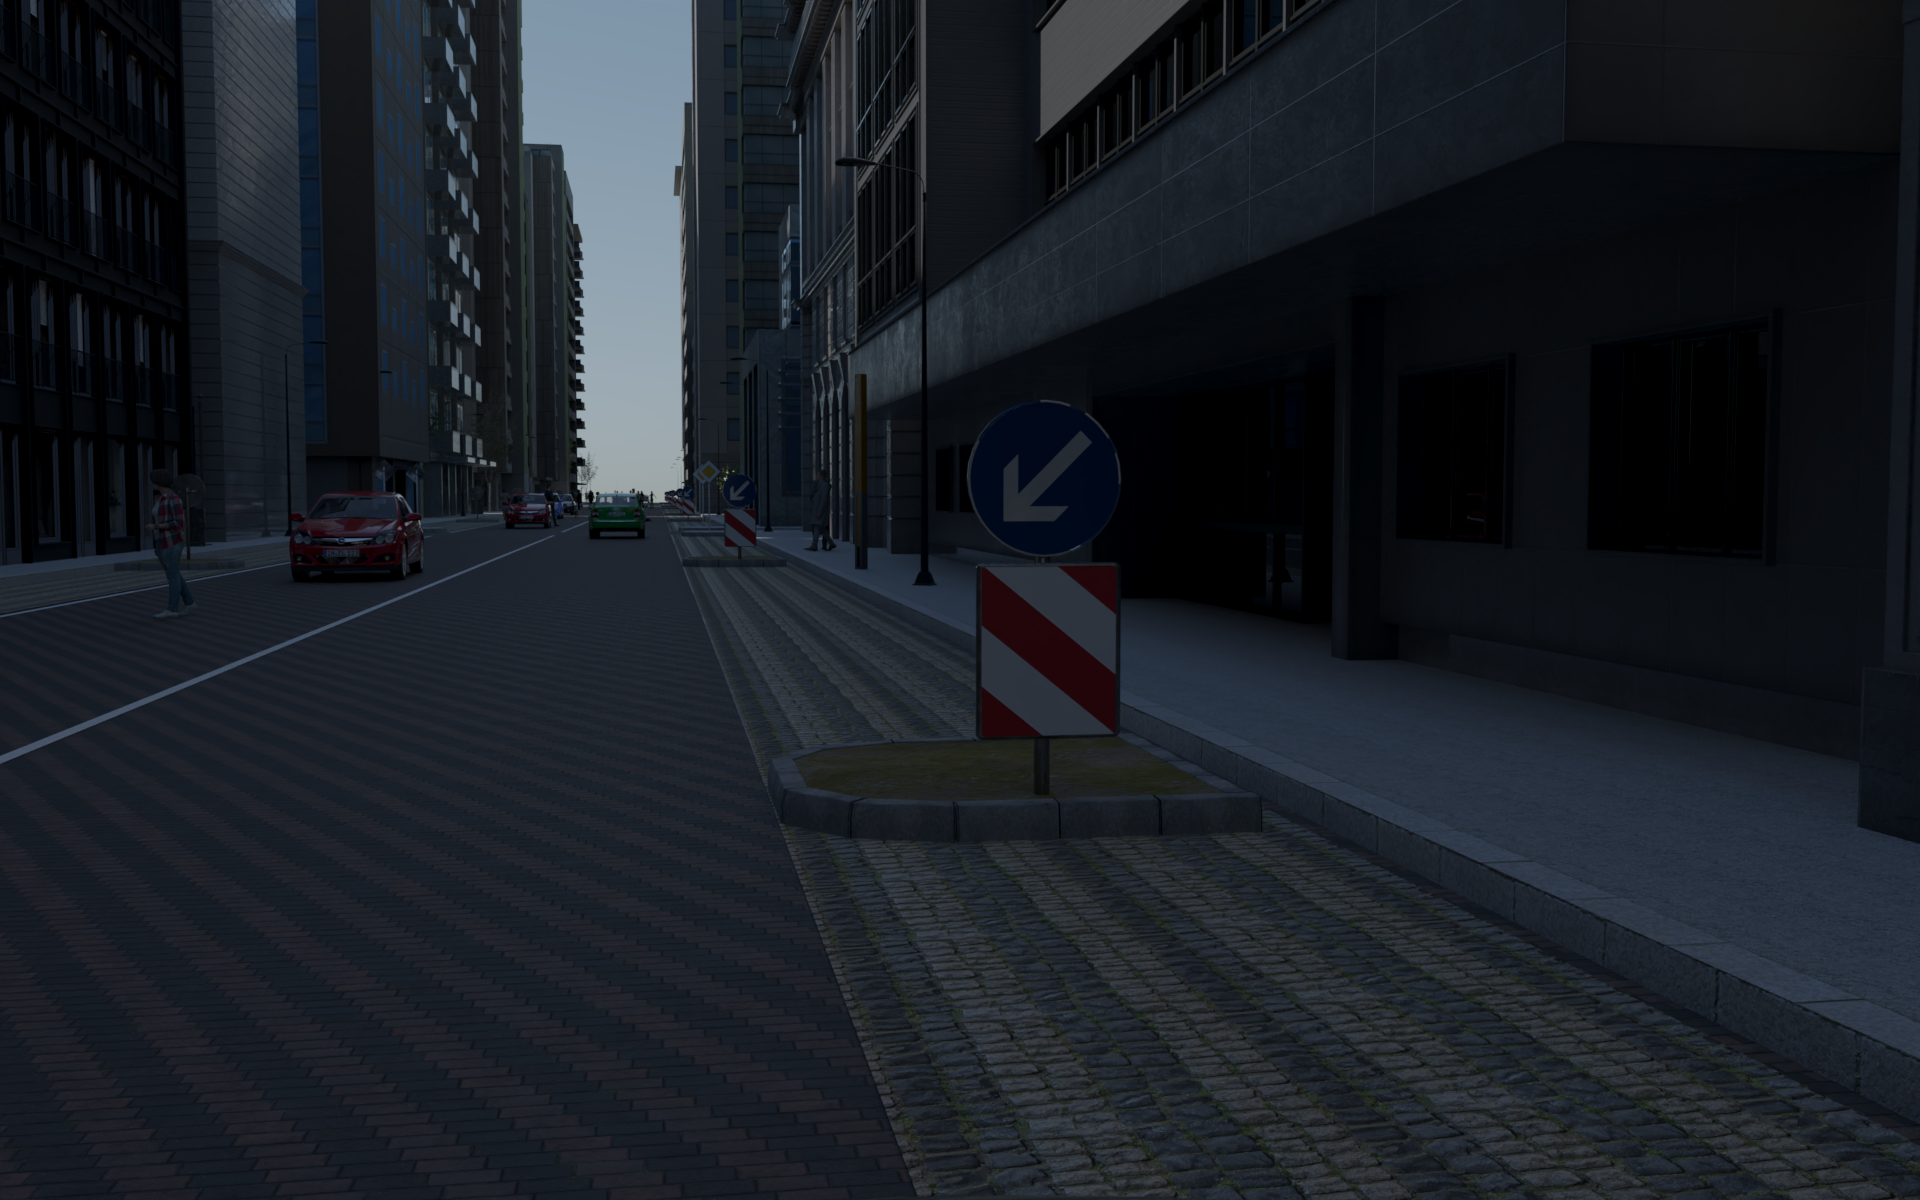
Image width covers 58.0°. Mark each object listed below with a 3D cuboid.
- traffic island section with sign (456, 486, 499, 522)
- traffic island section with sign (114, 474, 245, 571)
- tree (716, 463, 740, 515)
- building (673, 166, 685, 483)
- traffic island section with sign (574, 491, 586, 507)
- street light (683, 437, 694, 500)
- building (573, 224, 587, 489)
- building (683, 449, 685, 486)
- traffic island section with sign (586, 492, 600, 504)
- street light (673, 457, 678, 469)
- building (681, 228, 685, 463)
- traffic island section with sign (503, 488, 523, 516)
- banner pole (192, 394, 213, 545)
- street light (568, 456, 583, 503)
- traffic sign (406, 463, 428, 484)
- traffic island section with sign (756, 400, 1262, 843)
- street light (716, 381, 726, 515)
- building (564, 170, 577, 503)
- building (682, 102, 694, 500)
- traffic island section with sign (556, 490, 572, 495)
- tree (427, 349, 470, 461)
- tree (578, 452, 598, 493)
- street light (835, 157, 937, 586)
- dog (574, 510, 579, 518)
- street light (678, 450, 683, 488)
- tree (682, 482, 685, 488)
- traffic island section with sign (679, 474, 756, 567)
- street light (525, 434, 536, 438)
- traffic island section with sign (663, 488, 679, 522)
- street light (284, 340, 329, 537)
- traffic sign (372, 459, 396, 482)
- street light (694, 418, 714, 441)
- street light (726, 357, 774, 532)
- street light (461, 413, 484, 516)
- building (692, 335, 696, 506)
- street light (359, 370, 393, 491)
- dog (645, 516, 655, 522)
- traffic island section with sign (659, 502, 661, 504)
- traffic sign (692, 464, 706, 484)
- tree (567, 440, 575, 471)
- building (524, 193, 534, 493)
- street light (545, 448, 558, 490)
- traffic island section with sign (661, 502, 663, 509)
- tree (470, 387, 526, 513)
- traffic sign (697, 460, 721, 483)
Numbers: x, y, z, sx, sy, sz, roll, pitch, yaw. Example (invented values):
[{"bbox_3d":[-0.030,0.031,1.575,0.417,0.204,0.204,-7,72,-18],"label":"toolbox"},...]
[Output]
[{"bbox_3d":[-24.473,-4.849,87.905,1.989,1.847,2.006,-1,4,-10],"label":"traffic island section with sign"},{"bbox_3d":[-14.864,-1.500,33.148,1.989,1.847,2.006,-1,4,-10],"label":"traffic island section with sign"},{"bbox_3d":[-14.505,-7.181,112.009,1.663,3.219,1.824,0,3,0],"label":"tree"},{"bbox_3d":[-30.061,-41.751,271.872,28.713,52.752,27.495,-1,4,-10],"label":"building"},{"bbox_3d":[-42.485,-11.121,190.452,1.989,1.847,2.006,-1,4,-10],"label":"traffic island section with sign"},{"bbox_3d":[-22.476,-10.649,146.659,1.470,5.913,1.316,-1,4,-10],"label":"street light"},{"bbox_3d":[-70.040,-37.633,269.923,22.147,44.769,28.867,-1,4,-10],"label":"building"},{"bbox_3d":[-39.641,-37.190,291.657,14.154,41.232,14.086,-1,4,-10],"label":"building"},{"bbox_3d":[-52.093,-14.470,245.209,1.989,1.847,2.006,-1,4,-10],"label":"traffic island section with sign"},{"bbox_3d":[-36.857,-15.686,228.998,1.470,5.913,1.316,-1,4,-10],"label":"street light"},{"bbox_3d":[-27.804,-36.045,243.954,22.147,44.769,28.867,-1,4,-10],"label":"building"},{"bbox_3d":[-29.142,-6.473,114.455,1.989,1.847,2.006,-1,4,-10],"label":"traffic island section with sign"},{"bbox_3d":[-19.183,-3.260,43.316,0.863,3.779,0.401,0,4,4],"label":"banner pole"},{"bbox_3d":[-49.527,-15.267,222.159,1.470,5.913,1.316,-1,4,-10],"label":"street light"},{"bbox_3d":[-20.477,-3.859,65.282,0.795,2.593,0.064,-1,4,-10],"label":"traffic sign"},{"bbox_3d":[0.125,0.035,8.052,1.989,1.847,2.006,-1,4,-10],"label":"traffic island section with sign"},{"bbox_3d":[-9.185,-6.047,71.407,1.470,5.913,1.316,-1,4,-10],"label":"street light"},{"bbox_3d":[-65.636,-37.944,244.077,21.300,48.544,21.600,-1,4,-10],"label":"building"},{"bbox_3d":[-22.134,-35.673,206.960,21.300,48.544,21.600,-1,4,-10],"label":"building"},{"bbox_3d":[-37.791,-9.488,163.751,1.989,1.847,2.006,-1,4,-10],"label":"traffic island section with sign"},{"bbox_3d":[-25.897,-8.024,81.551,4.360,8.622,3.978,0,3,0],"label":"tree"},{"bbox_3d":[-63.705,-21.093,295.229,4.360,8.622,3.978,0,3,0],"label":"tree"},{"bbox_3d":[-1.032,-3.155,24.124,1.470,5.913,1.316,-1,4,-10],"label":"street light"},{"bbox_3d":[-22.599,-5.060,102.016,0.540,0.507,0.406,2,4,27],"label":"dog"},{"bbox_3d":[-28.501,-12.758,181.136,1.470,5.913,1.316,-1,4,-10],"label":"street light"},{"bbox_3d":[-35.541,-14.209,226.916,1.663,3.219,1.824,0,3,0],"label":"tree"},{"bbox_3d":[-4.541,-1.589,34.602,1.989,1.847,2.006,-1,4,-10],"label":"traffic island section with sign"},{"bbox_3d":[-35.041,-10.259,140.281,1.470,5.913,1.316,-1,4,-10],"label":"street light"},{"bbox_3d":[-14.195,-4.955,89.638,1.989,1.847,2.006,-1,4,-10],"label":"traffic island section with sign"},{"bbox_3d":[-19.740,-4.880,52.328,1.470,5.913,1.316,-1,4,-10],"label":"street light"},{"bbox_3d":[-19.096,-3.378,57.417,0.795,2.593,0.064,-1,4,-10],"label":"traffic sign"},{"bbox_3d":[-15.313,-8.162,105.997,1.470,5.913,1.316,-1,4,-10],"label":"street light"},{"bbox_3d":[-7.070,-5.275,58.780,1.470,5.913,1.316,-1,4,-10],"label":"street light"},{"bbox_3d":[-28.027,-7.763,99.467,1.470,5.913,1.316,-1,4,-10],"label":"street light"},{"bbox_3d":[-13.996,-20.693,183.362,27.650,21.520,28.899,-1,4,-10],"label":"building"},{"bbox_3d":[-21.970,-5.655,64.996,1.470,5.913,1.316,-1,4,-10],"label":"street light"},{"bbox_3d":[-16.219,-4.266,89.939,0.748,0.427,0.550,0,4,-5],"label":"dog"},{"bbox_3d":[-27.551,-9.606,165.689,1.989,1.847,2.006,-1,4,-10],"label":"traffic island section with sign"},{"bbox_3d":[-9.940,-3.970,67.105,0.795,2.593,0.064,-1,4,-10],"label":"traffic sign"},{"bbox_3d":[-49.682,-16.203,215.273,4.737,8.622,4.395,0,3,0],"label":"tree"},{"bbox_3d":[-46.879,-23.642,158.253,14.160,30.474,14.107,-1,4,-10],"label":"building"},{"bbox_3d":[-41.262,-12.381,174.966,1.470,5.913,1.316,-1,4,-10],"label":"street light"},{"bbox_3d":[-18.860,-6.579,116.188,1.989,1.847,2.006,-1,4,-10],"label":"traffic island section with sign"},{"bbox_3d":[-32.381,-10.357,119.703,4.360,8.622,3.978,0,3,0],"label":"tree"},{"bbox_3d":[-8.559,-3.489,59.239,0.795,2.593,0.064,-1,4,-10],"label":"traffic sign"}]
